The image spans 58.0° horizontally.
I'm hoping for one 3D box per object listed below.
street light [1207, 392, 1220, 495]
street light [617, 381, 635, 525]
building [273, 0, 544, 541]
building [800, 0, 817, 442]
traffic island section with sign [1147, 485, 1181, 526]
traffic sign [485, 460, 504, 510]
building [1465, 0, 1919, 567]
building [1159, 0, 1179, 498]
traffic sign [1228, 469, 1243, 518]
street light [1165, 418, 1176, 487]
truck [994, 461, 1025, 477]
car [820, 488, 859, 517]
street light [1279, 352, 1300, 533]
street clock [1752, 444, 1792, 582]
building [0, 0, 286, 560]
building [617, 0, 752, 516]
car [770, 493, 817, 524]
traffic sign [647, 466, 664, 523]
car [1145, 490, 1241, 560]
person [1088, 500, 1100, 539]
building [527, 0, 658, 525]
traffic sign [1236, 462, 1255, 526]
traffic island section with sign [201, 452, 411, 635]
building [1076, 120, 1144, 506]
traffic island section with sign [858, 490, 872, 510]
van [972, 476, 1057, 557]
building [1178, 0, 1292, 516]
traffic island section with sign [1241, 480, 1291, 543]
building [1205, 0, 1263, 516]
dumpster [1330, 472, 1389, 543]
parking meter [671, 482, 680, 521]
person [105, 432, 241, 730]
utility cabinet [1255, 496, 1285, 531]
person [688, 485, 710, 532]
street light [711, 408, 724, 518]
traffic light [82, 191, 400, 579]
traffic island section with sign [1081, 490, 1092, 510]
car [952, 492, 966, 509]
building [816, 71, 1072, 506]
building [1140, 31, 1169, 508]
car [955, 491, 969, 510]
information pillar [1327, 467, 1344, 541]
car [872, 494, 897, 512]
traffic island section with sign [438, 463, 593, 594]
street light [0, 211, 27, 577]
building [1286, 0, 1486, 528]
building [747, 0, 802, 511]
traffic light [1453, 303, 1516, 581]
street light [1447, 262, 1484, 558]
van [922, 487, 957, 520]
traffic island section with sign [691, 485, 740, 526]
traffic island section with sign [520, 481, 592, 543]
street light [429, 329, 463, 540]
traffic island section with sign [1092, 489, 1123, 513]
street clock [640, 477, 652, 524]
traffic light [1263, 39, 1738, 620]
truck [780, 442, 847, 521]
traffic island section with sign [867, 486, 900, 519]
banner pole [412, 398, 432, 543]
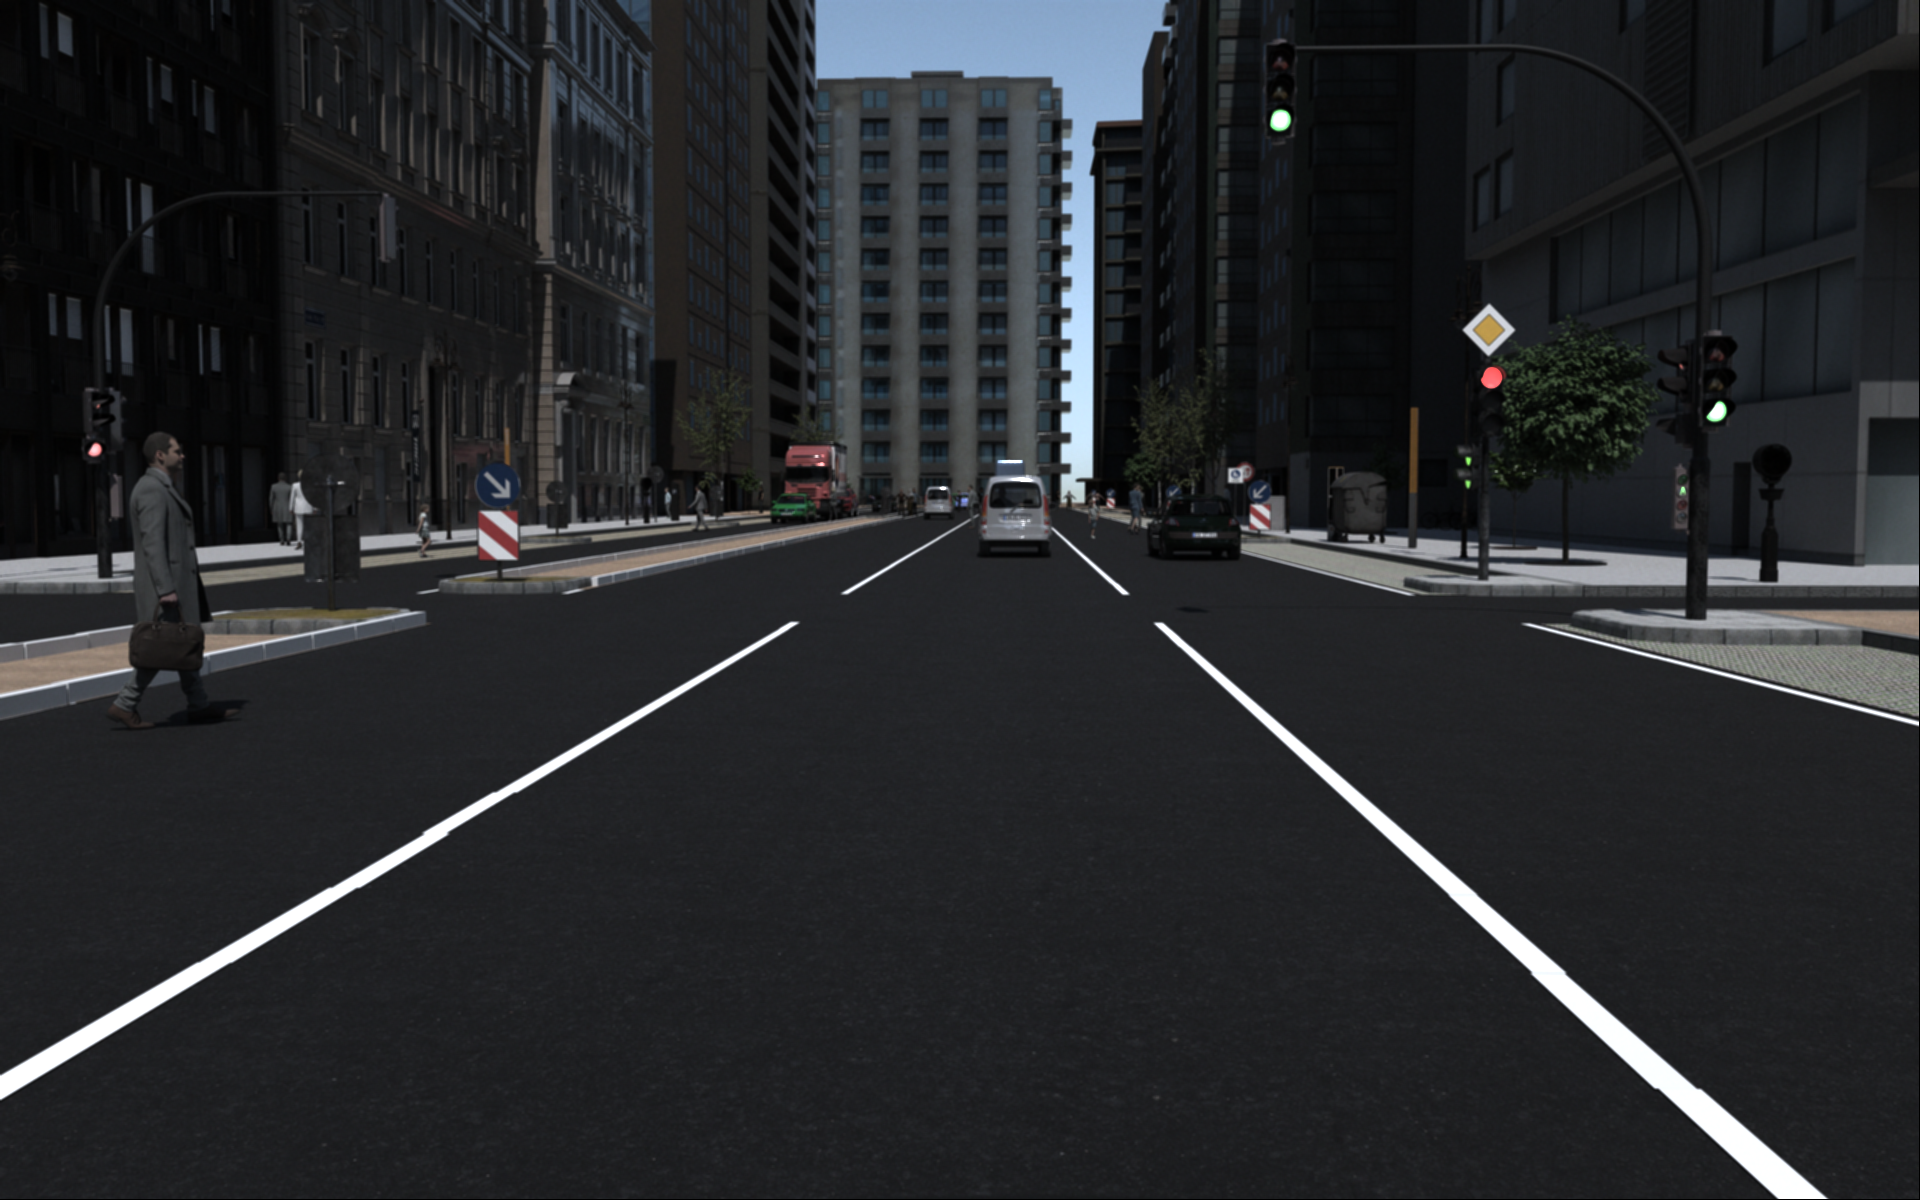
[{"bbox_3d":[11.488,-6.460,78.411,0.468,5.910,1.993,0,4,2],"label":"street light"},{"bbox_3d":[-13.695,-6.013,71.096,0.468,5.910,1.993,0,4,2],"label":"street light"},{"bbox_3d":[-23.433,-15.983,58.593,12.463,27.353,25.104,0,4,2],"label":"building"},{"bbox_3d":[-28.014,-38.000,163.303,28.212,58.520,21.231,0,4,2],"label":"building"},{"bbox_3d":[9.424,-4.230,77.789,1.989,1.847,2.006,0,4,2],"label":"traffic island section with sign"},{"bbox_3d":[-14.009,-3.061,52.182,0.606,2.300,0.079,1,4,11],"label":"traffic sign"},{"bbox_3d":[28.413,-27.552,39.712,27.495,52.752,28.713,0,4,2],"label":"building"},{"bbox_3d":[28.410,-32.018,143.102,23.786,49.044,30.456,0,4,2],"label":"building"},{"bbox_3d":[10.808,-4.026,67.950,0.606,2.300,0.079,1,4,8],"label":"traffic sign"},{"bbox_3d":[12.180,-7.800,100.312,0.468,5.910,1.993,0,4,2],"label":"street light"},{"bbox_3d":[4.005,-8.764,133.042,2.967,4.110,18.799,0,3,0],"label":"truck"},{"bbox_3d":[-7.514,-6.063,107.795,2.281,1.827,5.304,0,4,3],"label":"car"},{"bbox_3d":[10.729,-5.121,56.512,0.468,5.910,1.993,0,4,2],"label":"street light"},{"bbox_3d":[11.791,-1.261,25.195,0.471,2.002,0.358,0,4,1],"label":"street clock"},{"bbox_3d":[-24.376,-12.728,37.779,12.332,23.373,15.834,0,4,2],"label":"building"},{"bbox_3d":[-22.870,-28.923,122.999,14.600,45.320,14.200,0,4,2],"label":"building"},{"bbox_3d":[-8.160,-4.668,85.111,1.959,1.807,4.718,0,4,4],"label":"car"},{"bbox_3d":[-13.667,-4.748,77.728,0.768,2.556,0.104,0,4,3],"label":"traffic sign"},{"bbox_3d":[5.232,-1.786,38.981,2.009,1.686,4.222,0,4,0],"label":"car"},{"bbox_3d":[4.295,-2.601,55.703,0.352,1.250,0.332,-2,4,-24],"label":"person"},{"bbox_3d":[-22.722,-18.055,81.108,13.634,28.700,20.117,0,4,2],"label":"building"},{"bbox_3d":[11.401,-4.234,69.330,0.768,2.556,0.104,1,4,10],"label":"traffic sign"},{"bbox_3d":[-6.938,-0.630,18.437,2.006,1.907,1.989,0,4,2],"label":"traffic island section with sign"},{"bbox_3d":[27.860,-33.186,197.218,28.867,44.769,22.147,0,4,2],"label":"building"},{"bbox_3d":[-8.676,-8.995,155.690,1.989,1.847,2.006,0,4,2],"label":"traffic island section with sign"},{"bbox_3d":[1.289,-2.063,40.737,2.013,2.044,4.112,0,4,1],"label":"van"},{"bbox_3d":[22.691,-28.806,121.096,14.600,45.320,14.200,0,4,2],"label":"building"},{"bbox_3d":[8.583,-2.582,50.846,1.989,1.847,2.006,0,4,2],"label":"traffic island section with sign"},{"bbox_3d":[22.162,-25.903,107.114,14.154,41.232,14.086,0,4,2],"label":"building"},{"bbox_3d":[10.527,-2.440,45.649,1.264,1.857,1.865,0,4,2],"label":"dumpster"},{"bbox_3d":[-13.619,-4.720,82.879,0.399,1.863,0.255,0,4,4],"label":"parking meter"},{"bbox_3d":[-4.863,-0.127,10.674,0.767,1.812,0.694,-2,4,-24],"label":"person"},{"bbox_3d":[10.825,-3.016,60.477,1.020,1.237,0.306,1,4,21],"label":"utility cabinet"},{"bbox_3d":[-9.897,-3.495,65.921,0.850,1.792,0.678,1,4,19],"label":"person"},{"bbox_3d":[-13.017,-7.352,92.998,0.468,5.910,1.993,0,4,2],"label":"street light"},{"bbox_3d":[-10.903,-3.153,26.215,4.771,5.953,1.251,0,4,2],"label":"traffic light"},{"bbox_3d":[11.851,-8.996,155.705,1.989,1.847,2.006,0,4,2],"label":"traffic island section with sign"},{"bbox_3d":[-0.199,-9.459,163.449,1.959,1.807,4.718,0,4,2],"label":"car"},{"bbox_3d":[-2.573,-35.440,199.045,30.456,49.044,23.786,0,4,2],"label":"building"},{"bbox_3d":[24.790,-31.535,165.711,14.600,45.320,14.200,0,4,2],"label":"building"},{"bbox_3d":[0.472,-9.047,157.504,1.945,1.707,3.694,0,4,3],"label":"car"},{"bbox_3d":[10.198,-2.602,47.031,0.304,2.012,0.304,-3,5,-39],"label":"information pillar"},{"bbox_3d":[-6.024,-7.881,138.642,2.009,1.686,4.222,0,4,3],"label":"car"},{"bbox_3d":[-6.698,-1.083,25.840,2.006,1.907,1.989,0,4,2],"label":"traffic island section with sign"},{"bbox_3d":[-14.967,-3.295,26.655,0.468,5.910,1.993,0,4,2],"label":"street light"},{"bbox_3d":[20.386,-18.307,71.015,14.160,30.474,14.107,0,4,2],"label":"building"},{"bbox_3d":[-24.873,-31.672,141.537,21.300,48.544,21.600,0,4,2],"label":"building"},{"bbox_3d":[7.755,-2.244,25.617,0.839,4.253,0.868,0,4,2],"label":"traffic light"},{"bbox_3d":[10.119,-3.781,34.608,0.468,5.910,1.993,0,4,2],"label":"street light"},{"bbox_3d":[-1.186,-5.603,98.614,2.013,2.044,4.112,0,4,1],"label":"van"},{"bbox_3d":[-11.083,-4.284,78.673,1.989,1.847,2.006,0,4,2],"label":"traffic island section with sign"},{"bbox_3d":[-11.947,-2.589,50.962,1.989,1.847,2.006,0,4,2],"label":"traffic island section with sign"},{"bbox_3d":[-14.376,-4.634,48.559,0.468,5.910,1.993,0,4,2],"label":"street light"},{"bbox_3d":[10.979,-7.295,127.895,1.989,1.847,2.006,0,4,2],"label":"traffic island section with sign"},{"bbox_3d":[-13.638,-4.329,75.354,0.471,2.002,0.358,-3,5,-41],"label":"street clock"},{"bbox_3d":[5.413,-2.623,17.560,4.771,5.953,1.251,0,4,2],"label":"traffic light"},{"bbox_3d":[-7.886,-6.487,94.978,2.839,4.237,11.283,0,4,1],"label":"truck"},{"bbox_3d":[-4.370,-5.676,100.943,2.006,1.907,1.989,0,4,2],"label":"traffic island section with sign"},{"bbox_3d":[-14.175,-3.386,45.380,0.401,3.779,0.863,-3,5,-41],"label":"banner pole"}]
